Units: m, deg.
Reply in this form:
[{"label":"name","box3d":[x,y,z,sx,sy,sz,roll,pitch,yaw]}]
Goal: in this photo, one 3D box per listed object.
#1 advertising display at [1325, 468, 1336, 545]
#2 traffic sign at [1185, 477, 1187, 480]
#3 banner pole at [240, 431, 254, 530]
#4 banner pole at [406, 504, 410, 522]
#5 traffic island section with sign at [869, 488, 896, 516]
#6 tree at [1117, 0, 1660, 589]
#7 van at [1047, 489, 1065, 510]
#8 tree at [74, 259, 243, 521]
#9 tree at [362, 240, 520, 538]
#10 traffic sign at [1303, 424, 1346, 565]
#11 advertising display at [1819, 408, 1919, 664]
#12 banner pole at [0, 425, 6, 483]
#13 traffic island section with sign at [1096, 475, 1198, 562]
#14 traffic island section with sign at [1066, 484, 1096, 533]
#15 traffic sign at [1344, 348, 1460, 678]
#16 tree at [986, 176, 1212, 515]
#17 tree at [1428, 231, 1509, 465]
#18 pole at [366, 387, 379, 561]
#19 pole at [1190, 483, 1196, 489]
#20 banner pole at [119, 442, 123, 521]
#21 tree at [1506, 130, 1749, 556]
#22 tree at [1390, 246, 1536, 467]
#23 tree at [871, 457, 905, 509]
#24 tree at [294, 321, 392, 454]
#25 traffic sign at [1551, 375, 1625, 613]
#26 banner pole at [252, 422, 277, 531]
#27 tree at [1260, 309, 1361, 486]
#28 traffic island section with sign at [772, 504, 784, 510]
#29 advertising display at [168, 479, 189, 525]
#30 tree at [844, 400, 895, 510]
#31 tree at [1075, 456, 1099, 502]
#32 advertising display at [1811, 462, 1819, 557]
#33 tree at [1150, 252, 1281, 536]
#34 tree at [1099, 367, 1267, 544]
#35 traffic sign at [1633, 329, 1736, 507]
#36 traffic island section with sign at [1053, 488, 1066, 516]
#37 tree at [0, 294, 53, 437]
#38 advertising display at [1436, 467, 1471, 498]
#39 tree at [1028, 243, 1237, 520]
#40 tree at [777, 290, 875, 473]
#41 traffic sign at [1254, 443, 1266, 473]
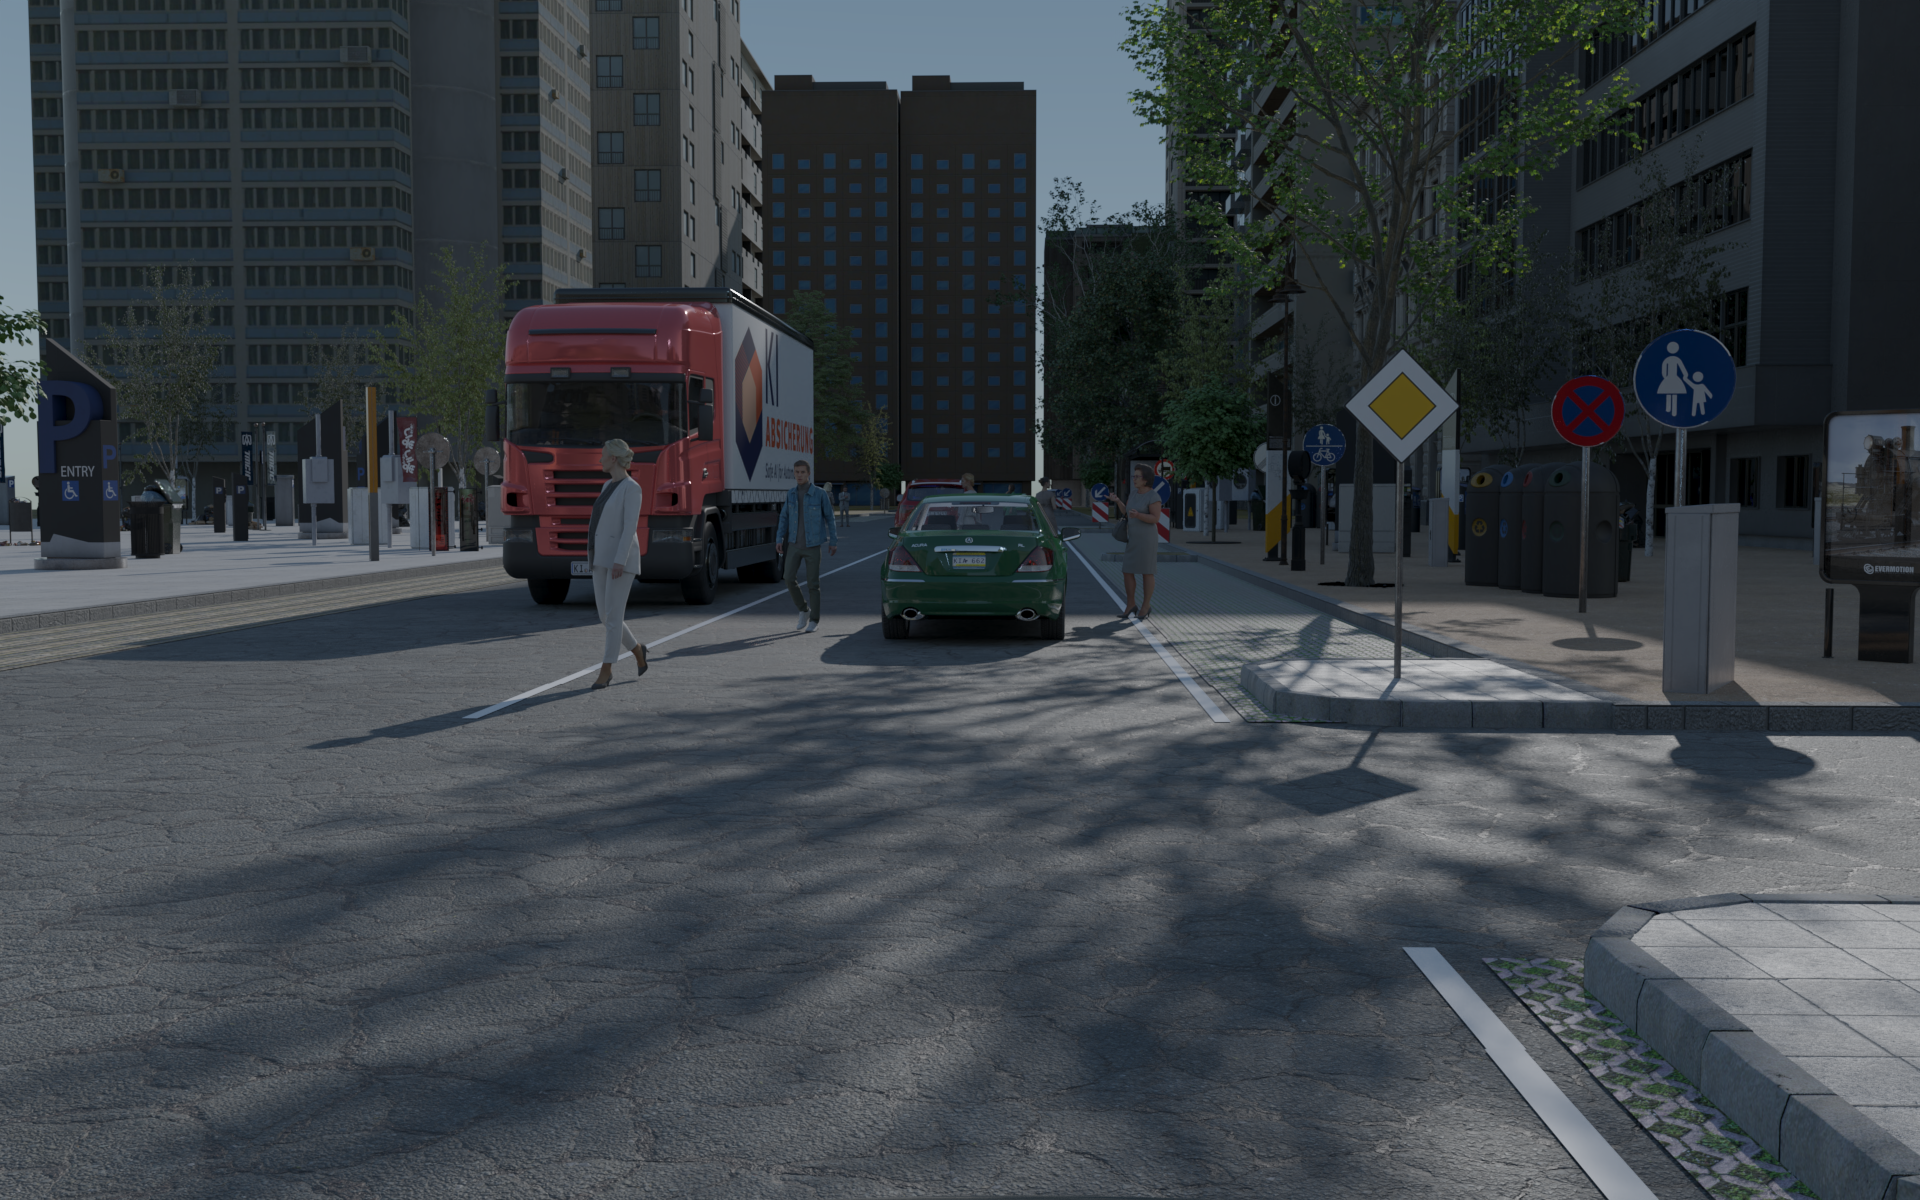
[{"label":"advertising display","box3d":[9.565,-2.330,43.317,0.974,1.923,0.123,-1,4,-20]},{"label":"traffic sign","box3d":[9.229,-4.431,72.554,0.768,2.556,0.104,0,4,8]},{"label":"banner pole","box3d":[-24.959,-4.343,61.026,0.401,3.779,0.863,2,4,29]},{"label":"banner pole","box3d":[-25.707,-5.561,80.931,0.401,3.779,0.863,2,4,24]},{"label":"traffic island section with sign","box3d":[-4.934,-6.470,114.405,1.989,1.847,2.006,0,4,2]},{"label":"tree","box3d":[5.722,-5.989,23.680,9.928,11.665,9.643,0,3,0]},{"label":"van","box3d":[7.953,-8.576,147.226,2.013,2.044,4.112,0,4,2]},{"label":"tree","box3d":[-24.717,-6.319,53.685,4.360,8.622,3.978,0,3,0]},{"label":"tree","box3d":[-14.609,-6.088,49.909,4.737,8.622,4.395,0,3,0]},{"label":"traffic sign","box3d":[6.603,-1.919,31.475,0.768,2.556,0.104,0,4,7]},{"label":"advertising display","box3d":[7.079,-0.488,13.192,0.123,1.923,0.974,-3,5,-43]},{"label":"banner pole","box3d":[-27.059,-3.576,48.492,0.401,3.779,0.863,1,4,18]},{"label":"traffic island section with sign","box3d":[4.018,-1.744,37.143,1.989,1.847,2.006,0,4,2]},{"label":"traffic island section with sign","box3d":[5.043,-3.391,64.079,1.989,1.847,2.006,0,4,2]},{"label":"traffic sign","box3d":[3.044,-0.511,12.004,0.795,2.450,0.064,0,4,2]},{"label":"tree","box3d":[8.375,-15.190,104.238,12.611,20.169,13.585,0,3,0]},{"label":"tree","box3d":[14.845,-5.900,46.825,4.360,8.622,3.978,0,3,0]},{"label":"pole","box3d":[-11.230,-2.401,33.107,0.158,3.312,0.155,0,3,0]},{"label":"pole","box3d":[8.268,-4.134,61.433,0.158,3.312,0.155,0,3,0]},{"label":"banner pole","box3d":[-40.640,-5.722,83.579,0.401,3.779,0.863,1,4,11]},{"label":"tree","box3d":[14.188,-5.222,35.741,4.360,8.622,3.978,0,3,0]},{"label":"tree","box3d":[14.918,-6.209,51.880,4.737,8.622,4.395,0,3,0]},{"label":"tree","box3d":[-6.523,-10.400,153.747,4.285,4.588,4.351,0,3,0]},{"label":"tree","box3d":[-26.613,-7.586,74.390,4.360,8.622,3.978,0,3,0]},{"label":"traffic sign","box3d":[6.734,-1.134,18.654,0.768,2.556,0.104,0,4,7]},{"label":"banner pole","box3d":[-24.111,-4.306,60.420,0.863,3.779,0.401,2,4,28]},{"label":"tree","box3d":[14.076,-7.266,69.158,4.360,8.622,3.978,0,3,0]},{"label":"traffic island section with sign","box3d":[-6.834,-3.390,64.054,1.989,1.847,2.006,0,4,2]},{"label":"advertising display","box3d":[-32.927,-4.144,72.973,0.974,1.923,0.123,1,4,22]},{"label":"tree","box3d":[-7.035,-11.308,135.244,4.360,8.622,3.978,0,3,0]},{"label":"tree","box3d":[10.691,-9.328,136.221,4.285,4.588,4.351,0,3,0]},{"label":"advertising display","box3d":[17.618,-1.852,35.502,0.123,1.923,0.974,3,4,36]},{"label":"tree","box3d":[7.644,-6.277,52.993,4.737,8.622,4.395,0,3,0]},{"label":"tree","box3d":[6.536,-3.753,45.082,4.285,4.588,4.351,0,3,0]},{"label":"traffic sign","box3d":[5.600,-0.818,13.474,0.768,2.556,0.104,0,4,6]},{"label":"traffic island section with sign","box3d":[6.924,-6.451,114.099,1.989,1.847,2.006,0,4,2]},{"label":"tree","box3d":[-11.972,-2.156,18.967,4.285,4.588,4.351,0,3,0]},{"label":"advertising display","box3d":[11.804,-2.218,41.475,0.974,1.923,0.123,-2,4,-26]},{"label":"tree","box3d":[7.795,-9.929,79.340,9.611,12.733,9.660,0,3,0]},{"label":"tree","box3d":[-8.601,-10.889,96.159,7.486,12.596,7.792,0,3,0]},{"label":"traffic sign","box3d":[7.590,-2.595,42.541,0.768,2.556,0.104,1,4,11]}]
